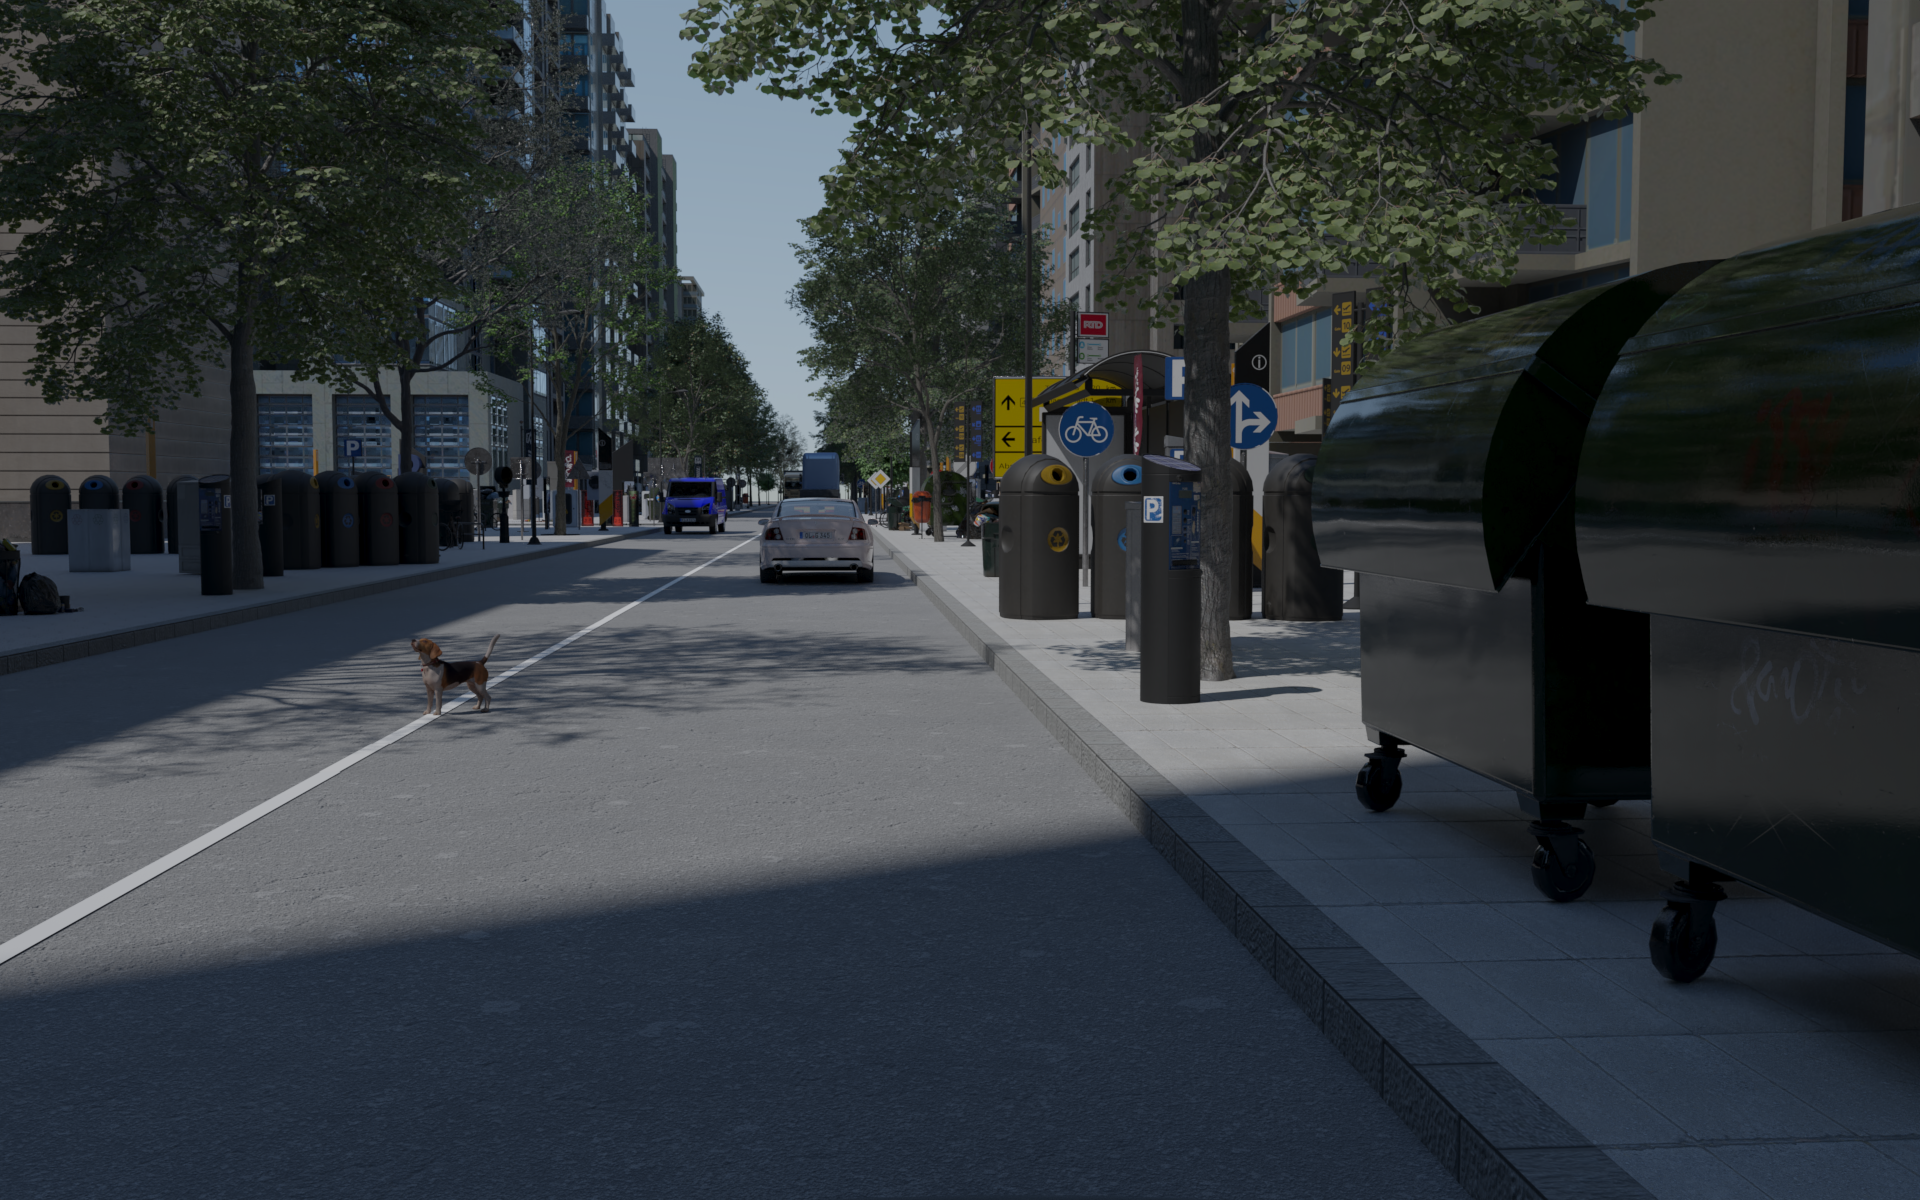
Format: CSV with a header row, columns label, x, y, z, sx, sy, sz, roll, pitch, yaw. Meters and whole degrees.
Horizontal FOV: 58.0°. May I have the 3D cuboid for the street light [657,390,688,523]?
label,x,y,z,sx,sy,sz,roll,pitch,yaw
street light,-12.796,-6.403,77.228,1.470,5.913,1.316,0,4,-4

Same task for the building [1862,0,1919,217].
label,x,y,z,sx,sy,sz,roll,pitch,yaw
building,23.220,-23.740,11.853,21.300,48.544,21.600,0,4,-4

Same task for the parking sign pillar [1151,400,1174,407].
label,x,y,z,sx,sy,sz,roll,pitch,yaw
parking sign pillar,4.602,-3.078,38.804,1.447,3.967,1.447,-1,4,-14

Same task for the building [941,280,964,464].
label,x,y,z,sx,sy,sz,roll,pitch,yaw
building,9.647,-35.516,272.566,32.217,40.220,23.993,0,4,-4

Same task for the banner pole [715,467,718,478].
label,x,y,z,sx,sy,sz,roll,pitch,yaw
banner pole,-16.074,-7.647,115.045,0.401,3.779,0.863,-3,4,-36

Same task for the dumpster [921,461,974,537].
label,x,y,z,sx,sy,sz,roll,pitch,yaw
dumpster,-0.402,-3.040,52.193,1.502,2.255,1.985,0,4,-4

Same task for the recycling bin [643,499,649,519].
label,x,y,z,sx,sy,sz,roll,pitch,yaw
recycling bin,-15.659,-4.601,87.779,0.722,1.027,0.722,-1,4,-17

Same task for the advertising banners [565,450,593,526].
label,x,y,z,sx,sy,sz,roll,pitch,yaw
advertising banners,-14.783,-4.443,68.831,2.074,3.025,0.090,-1,4,-11

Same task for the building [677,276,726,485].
label,x,y,z,sx,sy,sz,roll,pitch,yaw
building,-55.187,-36.271,284.909,32.217,40.220,23.993,0,4,-4

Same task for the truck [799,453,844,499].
label,x,y,z,sx,sy,sz,roll,pitch,yaw
truck,-8.733,-7.160,106.817,2.967,4.110,18.799,0,4,-3

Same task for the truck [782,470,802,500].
label,x,y,z,sx,sy,sz,roll,pitch,yaw
truck,-19.749,-13.304,206.438,2.839,4.237,11.283,0,4,-5

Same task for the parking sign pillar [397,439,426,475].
label,x,y,z,sx,sy,sz,roll,pitch,yaw
parking sign pillar,-26.638,-5.855,84.199,1.447,3.967,1.447,0,4,7

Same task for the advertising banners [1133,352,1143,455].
label,x,y,z,sx,sy,sz,roll,pitch,yaw
advertising banners,2.155,-1.605,22.428,0.090,3.025,2.074,0,4,-4

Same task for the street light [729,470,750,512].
label,x,y,z,sx,sy,sz,roll,pitch,yaw
street light,-16.255,-9.450,127.049,1.470,5.913,1.316,0,4,-4

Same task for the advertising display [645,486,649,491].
label,x,y,z,sx,sy,sz,roll,pitch,yaw
advertising display,-23.674,-7.789,132.561,0.974,1.923,0.123,-3,4,-39

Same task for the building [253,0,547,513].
label,x,y,z,sx,sy,sz,roll,pitch,yaw
building,-37.061,-48.358,103.333,22.319,86.520,31.000,0,4,-4

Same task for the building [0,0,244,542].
label,x,y,z,sx,sy,sz,roll,pitch,yaw
building,-35.121,-15.477,50.306,25.104,27.353,12.463,0,4,-4

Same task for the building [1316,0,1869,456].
label,x,y,z,sx,sy,sz,roll,pitch,yaw
building,18.324,-23.868,44.872,22.147,44.769,28.867,0,4,-4

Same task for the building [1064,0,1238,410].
label,x,y,z,sx,sy,sz,roll,pitch,yaw
building,13.564,-19.807,95.543,14.107,30.474,14.160,0,4,-4

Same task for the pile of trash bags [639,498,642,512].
label,x,y,z,sx,sy,sz,roll,pitch,yaw
pile of trash bags,-28.588,-8.520,149.048,1.912,1.369,3.447,0,4,3

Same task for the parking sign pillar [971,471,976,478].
label,x,y,z,sx,sy,sz,roll,pitch,yaw
parking sign pillar,0.630,-7.891,117.492,1.447,3.967,1.447,2,4,29

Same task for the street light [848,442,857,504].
label,x,y,z,sx,sy,sz,roll,pitch,yaw
street light,-5.835,-7.963,102.735,1.470,5.913,1.316,0,4,-4

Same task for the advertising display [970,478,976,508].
label,x,y,z,sx,sy,sz,roll,pitch,yaw
advertising display,0.405,-3.996,70.551,0.123,1.923,0.974,2,4,24

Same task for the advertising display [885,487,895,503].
label,x,y,z,sx,sy,sz,roll,pitch,yaw
advertising display,-6.004,-8.631,146.336,0.974,1.923,0.123,1,4,14

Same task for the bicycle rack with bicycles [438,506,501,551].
label,x,y,z,sx,sy,sz,roll,pitch,yaw
bicycle rack with bicycles,-12.271,-1.627,39.986,2.852,0.926,2.925,-3,4,-38

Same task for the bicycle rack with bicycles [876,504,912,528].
label,x,y,z,sx,sy,sz,roll,pitch,yaw
bicycle rack with bicycles,-1.948,-3.252,66.548,2.925,0.926,2.852,-1,4,-16

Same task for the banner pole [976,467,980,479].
label,x,y,z,sx,sy,sz,roll,pitch,yaw
banner pole,1.356,-9.189,140.250,0.401,3.779,0.863,-3,4,-36

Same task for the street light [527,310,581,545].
label,x,y,z,sx,sy,sz,roll,pitch,yaw
street light,-10.258,-4.358,43.790,1.470,5.913,1.316,0,4,-4

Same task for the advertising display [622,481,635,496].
label,x,y,z,sx,sy,sz,roll,pitch,yaw
advertising display,-15.853,-4.747,82.830,0.123,1.923,0.974,1,4,21

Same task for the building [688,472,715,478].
label,x,y,z,sx,sy,sz,roll,pitch,yaw
building,-51.025,-25.324,259.088,27.650,21.520,28.899,0,4,-4

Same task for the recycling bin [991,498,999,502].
label,x,y,z,sx,sy,sz,roll,pitch,yaw
recycling bin,2.253,-5.317,99.484,0.722,1.027,0.722,3,5,41

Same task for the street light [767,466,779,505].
label,x,y,z,sx,sy,sz,roll,pitch,yaw
street light,-21.920,-14.108,203.204,1.470,5.913,1.316,0,4,-4

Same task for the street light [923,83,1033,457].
label,x,y,z,sx,sy,sz,roll,pitch,yaw
street light,0.241,-2.880,19.634,1.470,5.913,1.316,0,4,-4

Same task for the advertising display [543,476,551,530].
label,x,y,z,sx,sy,sz,roll,pitch,yaw
advertising display,-15.040,-3.538,63.060,0.123,1.923,0.974,0,4,-6

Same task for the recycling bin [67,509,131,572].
label,x,y,z,sx,sy,sz,roll,pitch,yaw
recycling bin,-14.288,-0.991,28.755,0.722,1.027,0.722,0,4,-1

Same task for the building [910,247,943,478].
label,x,y,z,sx,sy,sz,roll,pitch,yaw
building,2.610,-39.373,298.366,22.147,44.769,28.867,0,4,-4

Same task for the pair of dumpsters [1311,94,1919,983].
label,x,y,z,sx,sy,sz,roll,pitch,yaw
pair of dumpsters,2.372,-0.152,4.973,1.574,2.255,4.437,0,4,-4

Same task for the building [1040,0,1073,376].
label,x,y,z,sx,sy,sz,roll,pitch,yaw
building,12.794,-28.108,109.670,14.600,45.320,14.200,0,4,-4

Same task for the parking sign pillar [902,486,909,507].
label,x,y,z,sx,sy,sz,roll,pitch,yaw
parking sign pillar,-2.924,-7.136,105.141,1.447,3.967,1.447,-2,4,-27

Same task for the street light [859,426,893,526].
label,x,y,z,sx,sy,sz,roll,pitch,yaw
street light,-3.301,-5.942,69.694,1.470,5.913,1.316,0,4,-4

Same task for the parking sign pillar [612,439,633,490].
label,x,y,z,sx,sy,sz,roll,pitch,yaw
parking sign pillar,-16.671,-5.891,84.787,1.447,3.967,1.447,-1,4,-21

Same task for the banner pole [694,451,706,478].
label,x,y,z,sx,sy,sz,roll,pitch,yaw
banner pole,-14.789,-6.658,98.870,0.863,3.779,0.401,-2,4,-31

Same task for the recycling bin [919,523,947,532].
label,x,y,z,sx,sy,sz,roll,pitch,yaw
recycling bin,-0.930,-2.859,59.302,0.722,1.027,0.722,-2,4,-35

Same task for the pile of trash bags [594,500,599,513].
label,x,y,z,sx,sy,sz,roll,pitch,yaw
pile of trash bags,-23.343,-6.437,114.997,1.912,1.369,3.447,-1,4,-19

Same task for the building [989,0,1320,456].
label,x,y,z,sx,sy,sz,roll,pitch,yaw
building,13.686,-29.644,139.309,22.147,44.769,28.867,0,4,-4

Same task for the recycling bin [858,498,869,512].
label,x,y,z,sx,sy,sz,roll,pitch,yaw
recycling bin,-7.007,-6.909,125.510,0.722,1.027,0.722,0,4,3

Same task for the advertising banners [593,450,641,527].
label,x,y,z,sx,sy,sz,roll,pitch,yaw
advertising banners,-13.450,-4.401,68.141,2.074,3.025,0.090,2,4,23

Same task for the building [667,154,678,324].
label,x,y,z,sx,sy,sz,roll,pitch,yaw
building,-40.559,-31.714,202.120,14.154,41.232,14.086,0,4,-4

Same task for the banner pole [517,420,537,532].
label,x,y,z,sx,sy,sz,roll,pitch,yaw
banner pole,-14.613,-4.190,58.525,0.863,3.779,0.401,2,4,26

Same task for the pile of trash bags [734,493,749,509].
label,x,y,z,sx,sy,sz,roll,pitch,yaw
pile of trash bags,-19.373,-8.547,149.488,3.447,1.369,1.912,3,5,44

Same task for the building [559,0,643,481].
label,x,y,z,sx,sy,sz,roll,pitch,yaw
building,-42.913,-33.363,165.085,23.786,49.044,30.456,0,4,-4

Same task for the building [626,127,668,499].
label,x,y,z,sx,sy,sz,roll,pitch,yaw
building,-39.870,-30.840,187.833,14.154,41.232,14.086,0,4,-4

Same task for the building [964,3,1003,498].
label,x,y,z,sx,sy,sz,roll,pitch,yaw
building,10.860,-39.009,179.793,21.231,58.520,28.212,0,4,-4

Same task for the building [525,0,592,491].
label,x,y,z,sx,sy,sz,roll,pitch,yaw
building,-40.537,-42.760,137.380,20.563,71.187,20.611,0,4,-4
